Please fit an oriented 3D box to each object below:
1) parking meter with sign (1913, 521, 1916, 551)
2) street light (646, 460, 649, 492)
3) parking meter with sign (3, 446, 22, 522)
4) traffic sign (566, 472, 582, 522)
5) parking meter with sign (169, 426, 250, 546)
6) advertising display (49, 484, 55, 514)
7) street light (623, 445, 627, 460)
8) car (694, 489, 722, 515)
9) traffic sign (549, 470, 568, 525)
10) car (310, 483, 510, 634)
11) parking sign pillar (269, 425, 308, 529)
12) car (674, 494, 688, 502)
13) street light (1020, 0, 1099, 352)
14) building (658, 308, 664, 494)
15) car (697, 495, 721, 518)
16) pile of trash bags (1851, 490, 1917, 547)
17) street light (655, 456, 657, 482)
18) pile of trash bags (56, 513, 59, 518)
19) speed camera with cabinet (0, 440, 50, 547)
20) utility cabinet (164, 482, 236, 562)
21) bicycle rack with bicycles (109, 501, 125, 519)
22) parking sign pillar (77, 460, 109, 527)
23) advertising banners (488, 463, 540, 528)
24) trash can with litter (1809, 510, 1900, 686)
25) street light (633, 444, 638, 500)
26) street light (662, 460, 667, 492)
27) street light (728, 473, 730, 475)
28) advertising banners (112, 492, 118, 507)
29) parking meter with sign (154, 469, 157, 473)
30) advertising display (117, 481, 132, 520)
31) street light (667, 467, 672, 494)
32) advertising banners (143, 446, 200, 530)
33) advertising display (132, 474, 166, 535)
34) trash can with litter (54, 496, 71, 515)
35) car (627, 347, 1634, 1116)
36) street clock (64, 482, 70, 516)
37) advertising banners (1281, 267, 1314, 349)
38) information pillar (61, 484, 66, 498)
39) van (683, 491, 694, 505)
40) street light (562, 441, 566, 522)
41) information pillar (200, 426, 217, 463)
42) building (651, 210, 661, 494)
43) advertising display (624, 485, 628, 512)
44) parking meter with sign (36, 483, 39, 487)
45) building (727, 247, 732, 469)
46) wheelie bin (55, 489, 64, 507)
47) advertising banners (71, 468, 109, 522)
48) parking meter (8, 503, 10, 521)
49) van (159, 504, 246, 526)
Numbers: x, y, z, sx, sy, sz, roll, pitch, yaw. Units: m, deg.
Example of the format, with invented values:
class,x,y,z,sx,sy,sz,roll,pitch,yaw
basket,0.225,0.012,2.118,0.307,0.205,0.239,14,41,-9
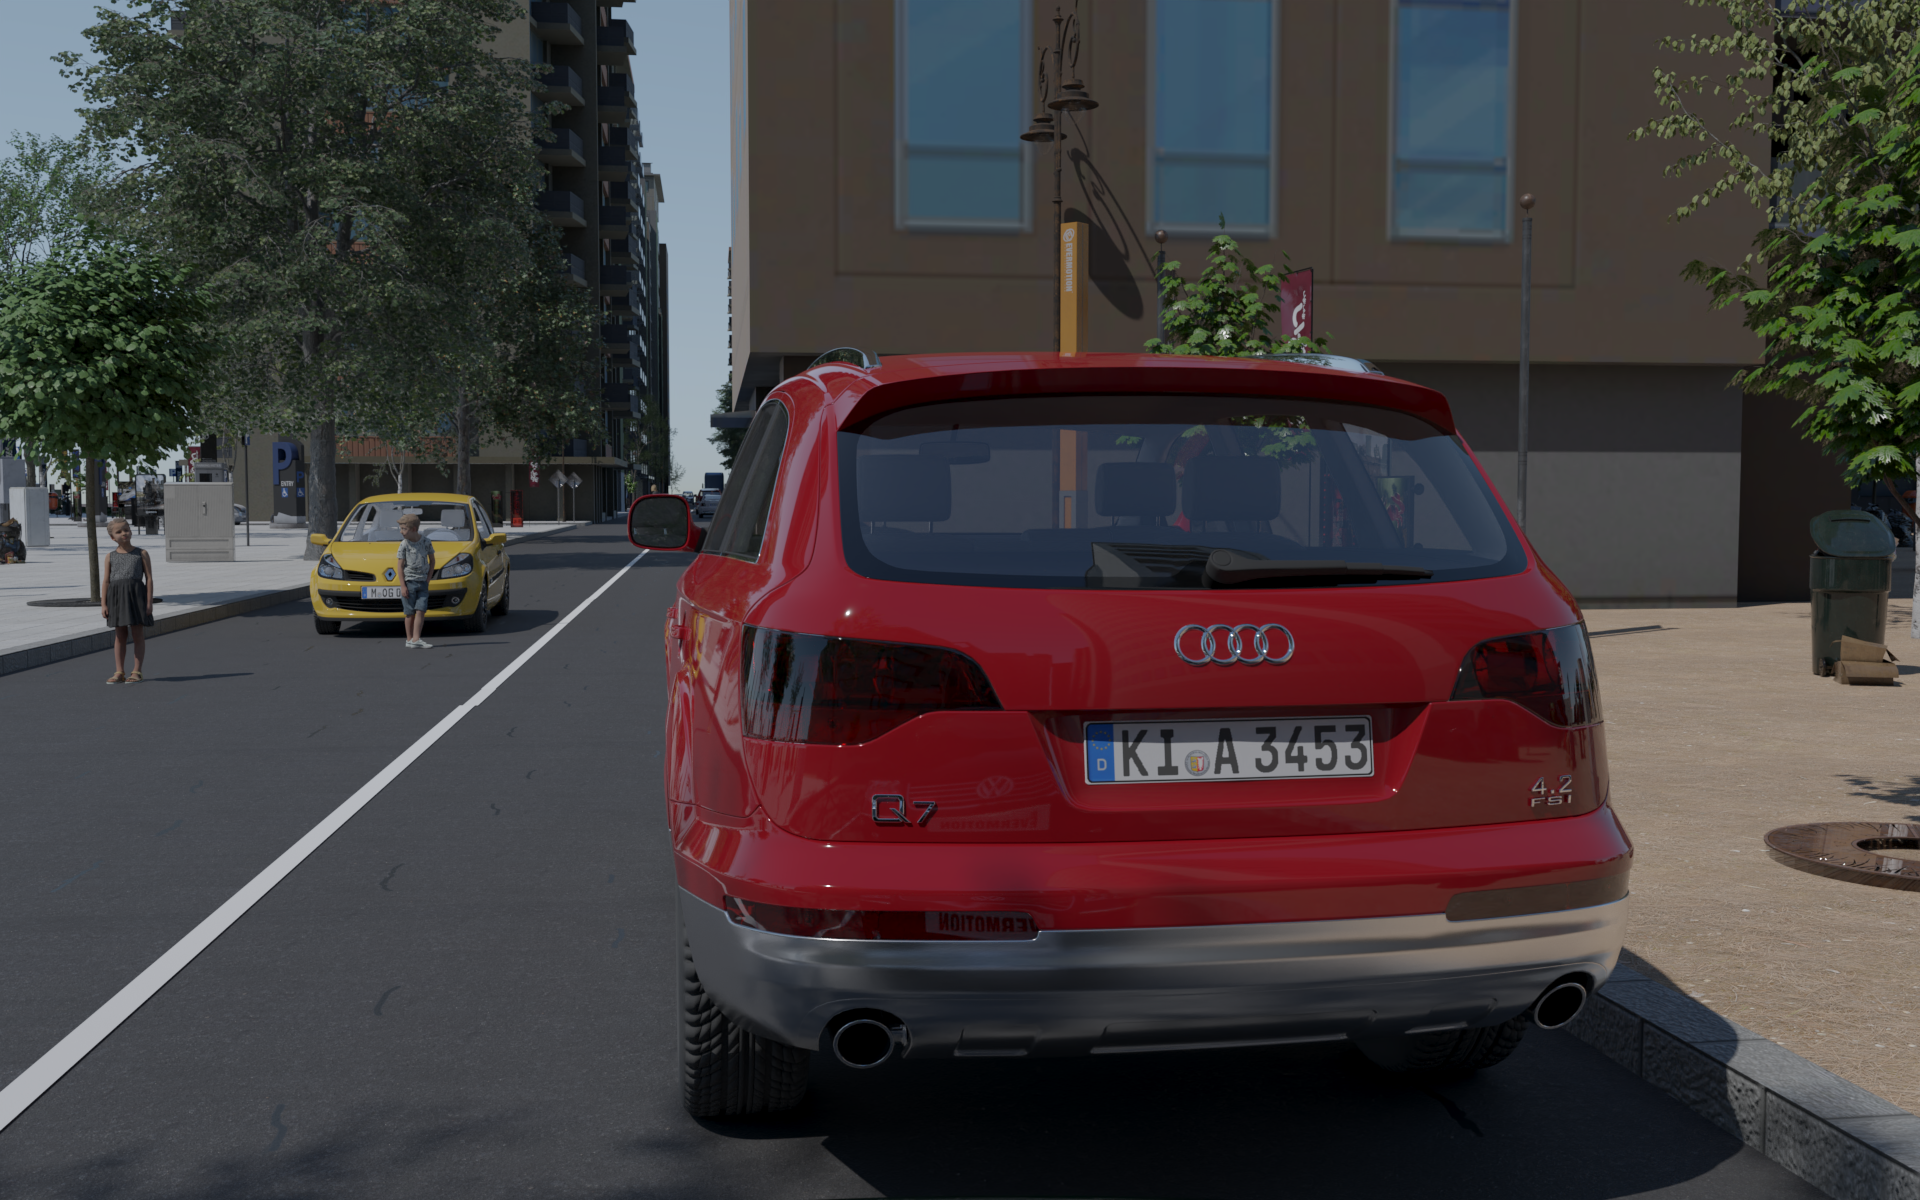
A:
class,x,y,z,sx,sy,sz,roll,pitch,yaw
parking meter with sign,22.239,-2.590,38.608,1.738,3.016,0.543,0,4,-2
street light,-32.871,-12.815,182.317,0.468,5.910,1.993,-1,4,-8
parking meter with sign,-35.056,-4.075,62.895,0.543,3.016,1.738,3,5,39
traffic sign,-17.626,-4.613,79.062,0.795,2.450,0.064,-1,4,-8
parking meter with sign,-18.297,-2.816,42.304,1.738,3.016,0.543,-1,4,-10
advertising display,-57.950,-6.444,110.574,0.123,1.923,0.974,-1,4,-16
street light,-26.029,-9.864,134.068,0.468,5.910,1.993,-1,4,-8
car,-17.757,-6.992,122.993,2.281,1.827,5.304,-1,4,-8
traffic sign,-16.489,-4.129,71.158,0.795,2.450,0.064,-1,4,-8
car,-5.963,-0.539,19.033,2.015,1.641,3.980,-1,4,-9
parking sign pillar,-25.018,-4.654,64.559,1.447,3.967,1.447,2,4,31
car,-29.023,-10.190,178.399,2.131,1.459,4.920,0,4,-7
street light,0.928,-2.677,16.556,0.468,5.910,1.993,-1,4,-8
building,-51.416,-29.701,257.311,14.160,30.474,14.107,-1,4,-8
car,-14.907,-5.662,104.928,2.083,1.381,4.827,-1,4,-9
pile of trash bags,22.396,-1.987,42.234,3.447,1.369,1.912,-2,4,-31
street light,-36.855,-14.497,209.814,0.468,5.910,1.993,-1,4,-8
pile of trash bags,-50.543,-5.188,94.582,3.447,1.369,1.912,1,4,23
speed camera with cabinet,-23.115,-2.952,42.601,2.038,3.252,0.660,3,5,41
utility cabinet,-14.267,-1.457,32.509,1.173,1.500,0.318,-1,4,-16
bicycle rack with bicycles,-43.839,-4.784,91.597,2.852,0.926,2.925,-1,4,-10
parking sign pillar,-33.502,-4.815,67.197,1.447,3.967,1.447,-1,4,-15
advertising banners,-17.022,-4.290,66.336,2.074,3.025,0.090,-2,4,-27
trash can with litter,6.261,-0.035,11.968,0.624,1.170,1.055,1,4,13
street light,-29.054,-11.141,154.940,0.468,5.910,1.993,-1,4,-8
street light,-40.801,-16.201,237.680,0.468,5.910,1.993,-1,4,-8
street light,-41.602,-20.742,311.910,0.468,5.910,1.993,-1,4,-8
advertising banners,-63.782,-8.235,130.836,2.074,3.025,0.090,0,4,-7
parking meter with sign,-55.948,-7.679,121.816,1.738,3.016,0.543,1,4,11
advertising display,-41.575,-4.977,86.581,0.974,1.923,0.123,-2,4,-27
street light,-44.865,-17.906,265.552,0.468,5.910,1.993,-1,4,-8
advertising banners,-28.483,-4.068,62.697,2.074,3.025,0.090,-1,4,-15
advertising display,-25.564,-3.029,54.741,0.974,1.923,0.123,0,4,4
trash can with litter,-55.056,-5.800,106.216,1.055,1.170,0.624,0,4,5
car,0.066,0.184,5.664,2.281,1.827,5.304,-1,4,-10
street clock,-52.670,-5.971,102.203,0.358,2.002,0.471,0,4,-7
advertising banners,2.864,-1.023,12.913,0.090,3.025,2.074,-1,4,-17
information pillar,-67.560,-7.710,130.555,0.304,2.012,0.304,-3,4,-36
van,-35.754,-13.488,227.542,2.013,2.044,4.112,-1,4,-8
street light,-18.167,-6.516,79.323,0.468,5.910,1.993,-1,4,-8
information pillar,-23.045,-3.778,53.130,0.504,3.616,0.183,-3,5,-42
building,-49.373,-34.145,241.864,14.154,41.232,14.086,-1,4,-8
advertising display,-24.042,-7.307,124.687,0.123,1.923,0.974,0,4,-4
parking meter with sign,-62.440,-7.386,117.025,0.543,3.016,1.738,1,4,15
building,-28.956,-39.445,299.547,22.147,44.769,28.867,-1,4,-8
wheelie bin,-60.436,-6.596,115.760,0.980,1.594,0.693,-2,4,-31
advertising banners,-40.279,-5.135,80.145,2.074,3.025,0.090,1,4,16
parking meter,-43.514,-4.494,79.193,0.399,1.863,0.255,-2,4,-30
van,-32.369,-4.062,73.427,4.112,2.044,2.013,-1,4,-9
